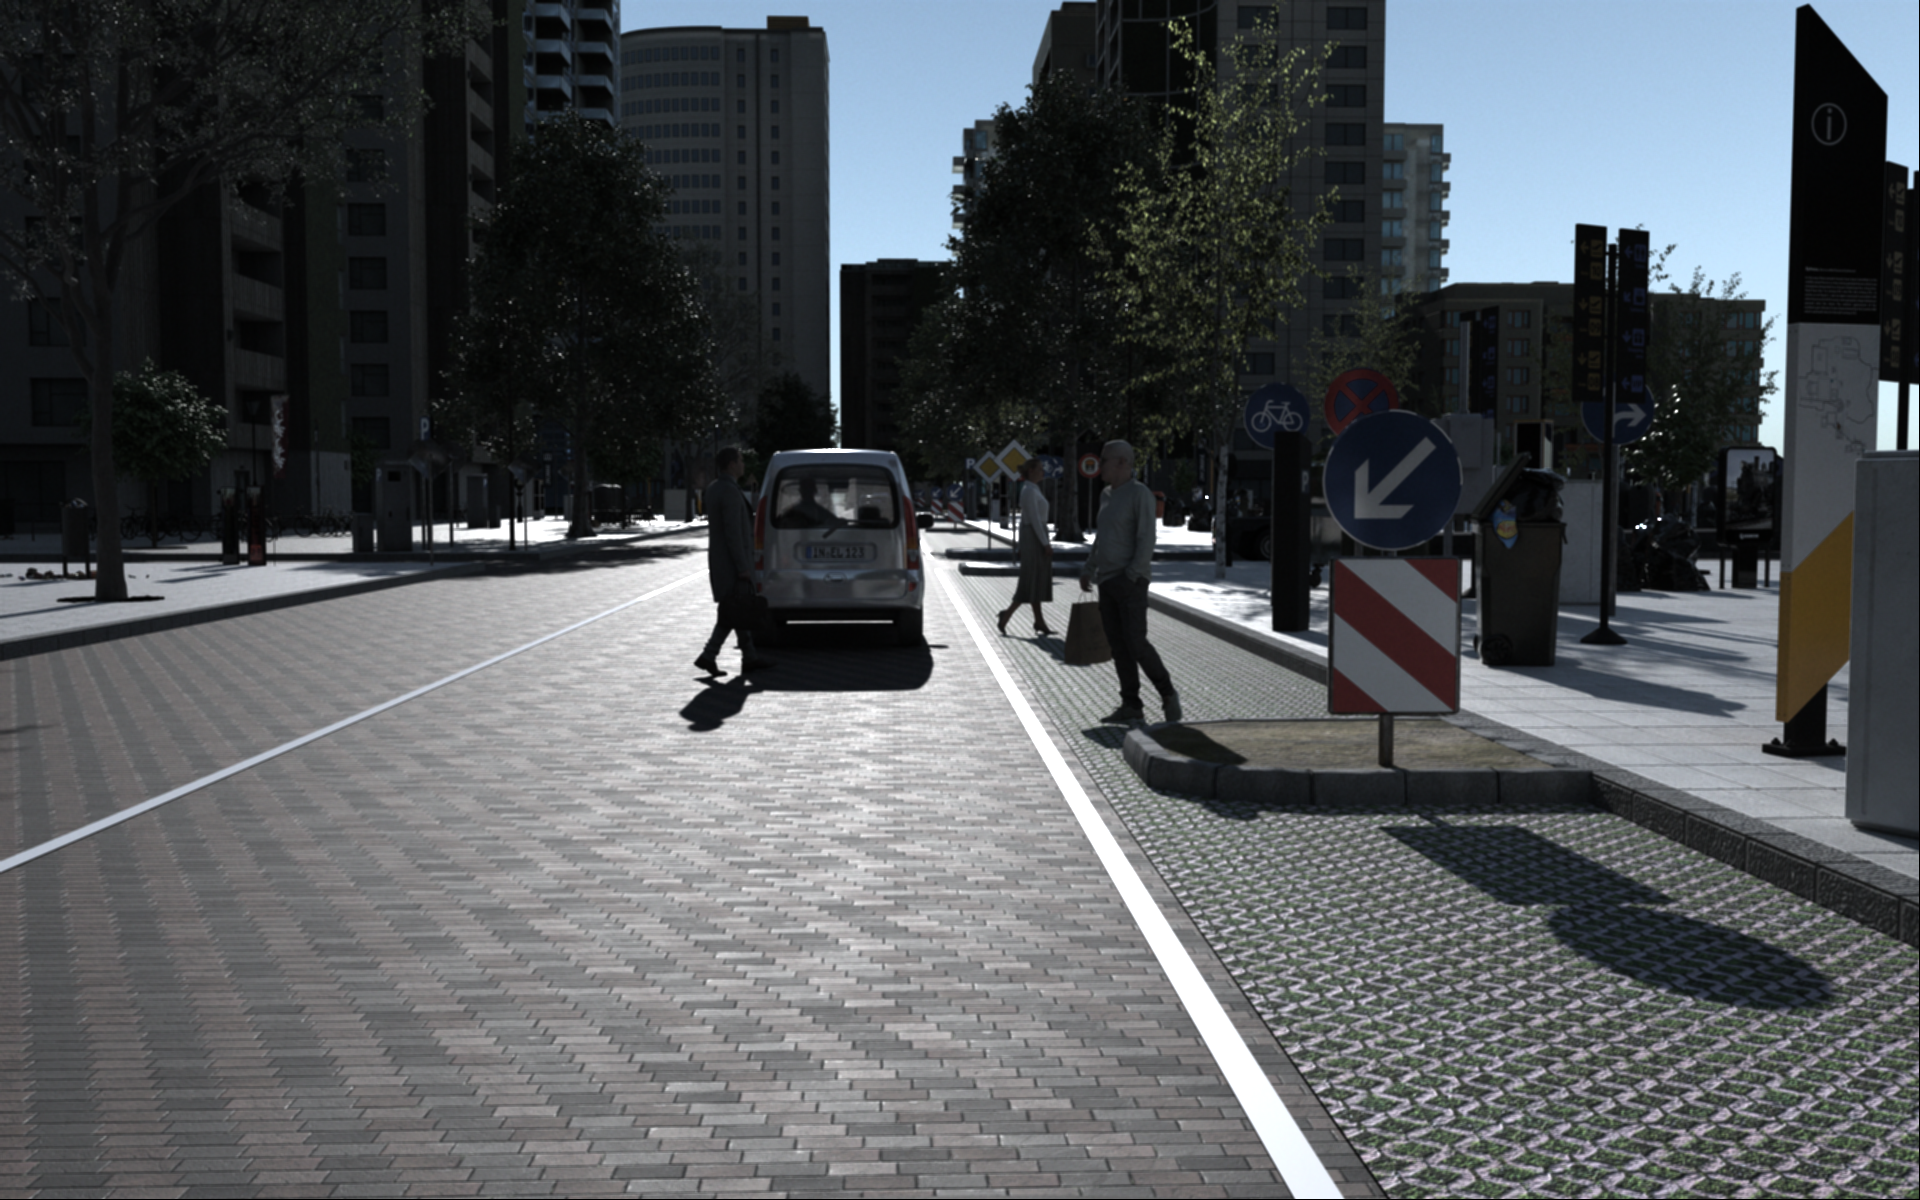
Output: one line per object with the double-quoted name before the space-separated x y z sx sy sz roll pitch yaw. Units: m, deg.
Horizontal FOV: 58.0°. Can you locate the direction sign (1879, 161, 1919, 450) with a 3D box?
"direction sign" 6.622 -1.233 12.165 0.876 3.537 0.379 -3 5 -41

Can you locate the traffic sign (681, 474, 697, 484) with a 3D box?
"traffic sign" -14.813 -5.791 94.686 0.884 2.594 0.081 0 4 7

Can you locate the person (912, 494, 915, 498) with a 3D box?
"person" -4.754 -10.210 176.903 0.415 1.643 0.593 0 4 -5

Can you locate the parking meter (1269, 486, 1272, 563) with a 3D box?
"parking meter" 5.942 -1.453 32.173 0.372 1.533 0.369 0 3 0

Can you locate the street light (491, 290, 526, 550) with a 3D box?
"street light" -10.226 -4.074 39.393 0.468 5.910 1.993 0 4 -2

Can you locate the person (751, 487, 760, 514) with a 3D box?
"person" -9.980 -4.711 85.891 0.716 1.782 0.532 2 4 33

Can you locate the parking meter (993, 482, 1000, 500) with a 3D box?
"parking meter" 1.770 -4.682 82.270 0.399 1.863 0.255 1 4 23

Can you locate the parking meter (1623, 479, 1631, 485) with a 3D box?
"parking meter" 25.769 -3.745 66.939 0.255 1.863 0.399 2 4 26

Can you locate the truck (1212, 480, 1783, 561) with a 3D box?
"truck" 14.735 -2.799 35.525 18.799 4.110 2.967 0 4 0

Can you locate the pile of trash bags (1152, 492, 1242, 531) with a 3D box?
"pile of trash bags" 8.222 -3.087 60.229 3.447 1.369 1.912 1 4 19

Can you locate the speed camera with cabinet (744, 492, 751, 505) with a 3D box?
"speed camera with cabinet" -14.620 -7.295 113.606 0.660 3.252 2.038 3 5 40

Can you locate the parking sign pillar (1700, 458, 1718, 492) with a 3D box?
"parking sign pillar" 42.884 -6.736 98.613 1.447 3.967 1.447 -3 4 -37

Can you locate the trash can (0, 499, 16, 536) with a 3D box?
"trash can" -29.682 -2.575 53.748 0.748 1.137 0.748 0 3 0

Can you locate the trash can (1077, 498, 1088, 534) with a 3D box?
"trash can" 3.788 -2.737 56.398 0.748 1.137 0.748 0 3 0

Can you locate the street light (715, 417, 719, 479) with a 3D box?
"street light" -12.156 -6.949 86.407 0.468 5.910 1.993 0 4 -2

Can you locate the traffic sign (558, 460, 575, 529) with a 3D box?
"traffic sign" -13.138 -3.490 58.239 0.795 2.450 0.064 0 4 4

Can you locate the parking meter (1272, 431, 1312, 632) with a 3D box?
"parking meter" 3.120 -0.646 16.270 0.255 1.863 0.399 2 4 31

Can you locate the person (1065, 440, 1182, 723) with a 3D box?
"person" 1.015 -0.116 10.880 0.515 1.767 0.782 -2 4 -29

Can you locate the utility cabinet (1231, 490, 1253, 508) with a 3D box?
"utility cabinet" 15.487 -5.296 95.270 1.173 1.500 0.318 1 4 15

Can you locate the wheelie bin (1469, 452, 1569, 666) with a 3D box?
"wheelie bin" 4.248 -0.322 13.165 0.693 1.594 0.980 1 4 12

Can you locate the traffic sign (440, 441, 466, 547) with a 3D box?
"traffic sign" -12.290 -2.550 41.798 0.768 2.556 0.104 0 4 6

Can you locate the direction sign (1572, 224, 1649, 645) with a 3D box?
"direction sign" 5.544 -1.395 14.812 0.876 3.537 0.379 -2 4 -29

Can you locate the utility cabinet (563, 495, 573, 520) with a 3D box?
"utility cabinet" -18.862 -4.500 84.733 1.020 1.237 0.306 -1 4 -21

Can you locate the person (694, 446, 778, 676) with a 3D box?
"person" -1.783 -0.317 13.780 0.767 1.812 0.694 -2 4 -25

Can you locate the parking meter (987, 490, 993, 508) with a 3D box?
"parking meter" 1.928 -6.247 110.543 0.372 1.533 0.369 0 3 0

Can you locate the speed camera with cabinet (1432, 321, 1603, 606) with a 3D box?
"speed camera with cabinet" 6.483 -1.577 20.113 2.038 3.252 0.660 0 4 2

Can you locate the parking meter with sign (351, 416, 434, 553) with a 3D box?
"parking meter with sign" -12.627 -2.586 38.538 1.738 3.016 0.543 -3 5 -42

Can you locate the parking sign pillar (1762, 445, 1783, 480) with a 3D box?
"parking sign pillar" 44.515 -6.497 94.700 1.447 3.967 1.447 1 4 16

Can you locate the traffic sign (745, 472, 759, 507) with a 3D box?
"traffic sign" -12.459 -6.337 103.611 0.884 2.594 0.081 0 4 8

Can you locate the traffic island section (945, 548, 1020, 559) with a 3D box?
"traffic island section" 0.691 -1.047 39.402 2.009 0.180 2.903 0 4 -2

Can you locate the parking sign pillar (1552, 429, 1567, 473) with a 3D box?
"parking sign pillar" 24.591 -5.119 72.163 1.447 3.967 1.447 3 5 45

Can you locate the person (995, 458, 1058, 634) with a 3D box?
"person" 0.677 -0.540 17.557 0.641 1.798 0.478 1 4 11

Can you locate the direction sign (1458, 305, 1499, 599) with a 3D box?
"direction sign" 6.347 -1.792 21.290 0.379 3.537 0.876 -1 4 -13

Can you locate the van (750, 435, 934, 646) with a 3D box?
"van" -1.247 -0.654 17.701 2.013 2.044 4.112 0 4 -3

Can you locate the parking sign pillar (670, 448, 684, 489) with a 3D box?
"parking sign pillar" -16.578 -6.921 101.631 1.447 3.967 1.447 -2 4 -27

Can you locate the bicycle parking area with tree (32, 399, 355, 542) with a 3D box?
"bicycle parking area with tree" -21.661 -3.859 50.101 9.016 4.147 8.231 1 4 21

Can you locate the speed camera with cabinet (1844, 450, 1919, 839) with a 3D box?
"speed camera with cabinet" 4.444 -0.759 6.753 2.038 3.252 0.660 -2 4 -24

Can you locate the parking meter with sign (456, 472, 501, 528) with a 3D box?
"parking meter with sign" -18.281 -4.240 65.589 1.738 3.016 0.543 1 4 10

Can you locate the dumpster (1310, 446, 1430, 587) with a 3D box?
"dumpster" 5.399 -1.253 22.973 1.502 2.255 1.985 0 4 -2

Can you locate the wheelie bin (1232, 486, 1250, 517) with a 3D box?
"wheelie bin" 10.837 -3.605 66.850 0.693 1.594 0.980 0 4 6

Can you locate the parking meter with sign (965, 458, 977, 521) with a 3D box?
"parking meter with sign" 0.572 -5.395 84.474 0.543 3.016 1.738 0 4 4

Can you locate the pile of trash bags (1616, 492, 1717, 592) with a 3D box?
"pile of trash bags" 9.149 -0.891 24.319 1.912 1.369 3.447 0 4 6

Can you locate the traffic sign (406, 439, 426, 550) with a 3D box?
"traffic sign" -12.299 -2.420 39.669 0.768 2.556 0.104 0 4 1

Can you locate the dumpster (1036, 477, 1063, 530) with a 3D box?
"dumpster" 3.082 -3.389 61.173 1.264 1.857 1.865 0 4 -2

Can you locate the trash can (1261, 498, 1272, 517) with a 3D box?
"trash can" 10.293 -2.775 57.031 0.748 1.137 0.748 0 3 0

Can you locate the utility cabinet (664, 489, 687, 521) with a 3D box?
"utility cabinet" -13.374 -4.471 81.781 1.173 1.500 0.318 -2 4 -24

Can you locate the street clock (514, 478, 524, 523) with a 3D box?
"street clock" -19.781 -4.479 77.803 0.358 2.002 0.471 2 4 33

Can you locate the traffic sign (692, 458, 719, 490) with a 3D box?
"traffic sign" -13.788 -6.286 96.646 2.265 3.308 0.079 0 4 1

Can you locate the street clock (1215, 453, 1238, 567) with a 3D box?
"street clock" 4.695 -1.593 30.620 0.358 2.002 0.471 -1 4 -17

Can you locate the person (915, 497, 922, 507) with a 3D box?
"person" -4.453 -10.319 177.941 1.217 1.743 0.721 0 4 0

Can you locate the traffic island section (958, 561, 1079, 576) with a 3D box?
"traffic island section" 1.003 -0.559 31.423 2.009 0.180 2.903 0 4 -2

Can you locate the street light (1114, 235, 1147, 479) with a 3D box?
"street light" 3.040 -3.561 31.002 0.468 5.910 1.993 0 4 -2

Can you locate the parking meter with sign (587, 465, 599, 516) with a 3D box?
"parking meter with sign" -21.685 -6.495 102.455 0.543 3.016 1.738 1 4 22

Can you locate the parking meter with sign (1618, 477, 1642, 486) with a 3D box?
"parking meter with sign" 33.858 -5.629 88.300 1.738 3.016 0.543 2 4 29

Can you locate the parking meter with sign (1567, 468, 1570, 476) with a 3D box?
"parking meter with sign" 39.391 -7.227 114.416 0.543 3.016 1.738 -2 4 -32
